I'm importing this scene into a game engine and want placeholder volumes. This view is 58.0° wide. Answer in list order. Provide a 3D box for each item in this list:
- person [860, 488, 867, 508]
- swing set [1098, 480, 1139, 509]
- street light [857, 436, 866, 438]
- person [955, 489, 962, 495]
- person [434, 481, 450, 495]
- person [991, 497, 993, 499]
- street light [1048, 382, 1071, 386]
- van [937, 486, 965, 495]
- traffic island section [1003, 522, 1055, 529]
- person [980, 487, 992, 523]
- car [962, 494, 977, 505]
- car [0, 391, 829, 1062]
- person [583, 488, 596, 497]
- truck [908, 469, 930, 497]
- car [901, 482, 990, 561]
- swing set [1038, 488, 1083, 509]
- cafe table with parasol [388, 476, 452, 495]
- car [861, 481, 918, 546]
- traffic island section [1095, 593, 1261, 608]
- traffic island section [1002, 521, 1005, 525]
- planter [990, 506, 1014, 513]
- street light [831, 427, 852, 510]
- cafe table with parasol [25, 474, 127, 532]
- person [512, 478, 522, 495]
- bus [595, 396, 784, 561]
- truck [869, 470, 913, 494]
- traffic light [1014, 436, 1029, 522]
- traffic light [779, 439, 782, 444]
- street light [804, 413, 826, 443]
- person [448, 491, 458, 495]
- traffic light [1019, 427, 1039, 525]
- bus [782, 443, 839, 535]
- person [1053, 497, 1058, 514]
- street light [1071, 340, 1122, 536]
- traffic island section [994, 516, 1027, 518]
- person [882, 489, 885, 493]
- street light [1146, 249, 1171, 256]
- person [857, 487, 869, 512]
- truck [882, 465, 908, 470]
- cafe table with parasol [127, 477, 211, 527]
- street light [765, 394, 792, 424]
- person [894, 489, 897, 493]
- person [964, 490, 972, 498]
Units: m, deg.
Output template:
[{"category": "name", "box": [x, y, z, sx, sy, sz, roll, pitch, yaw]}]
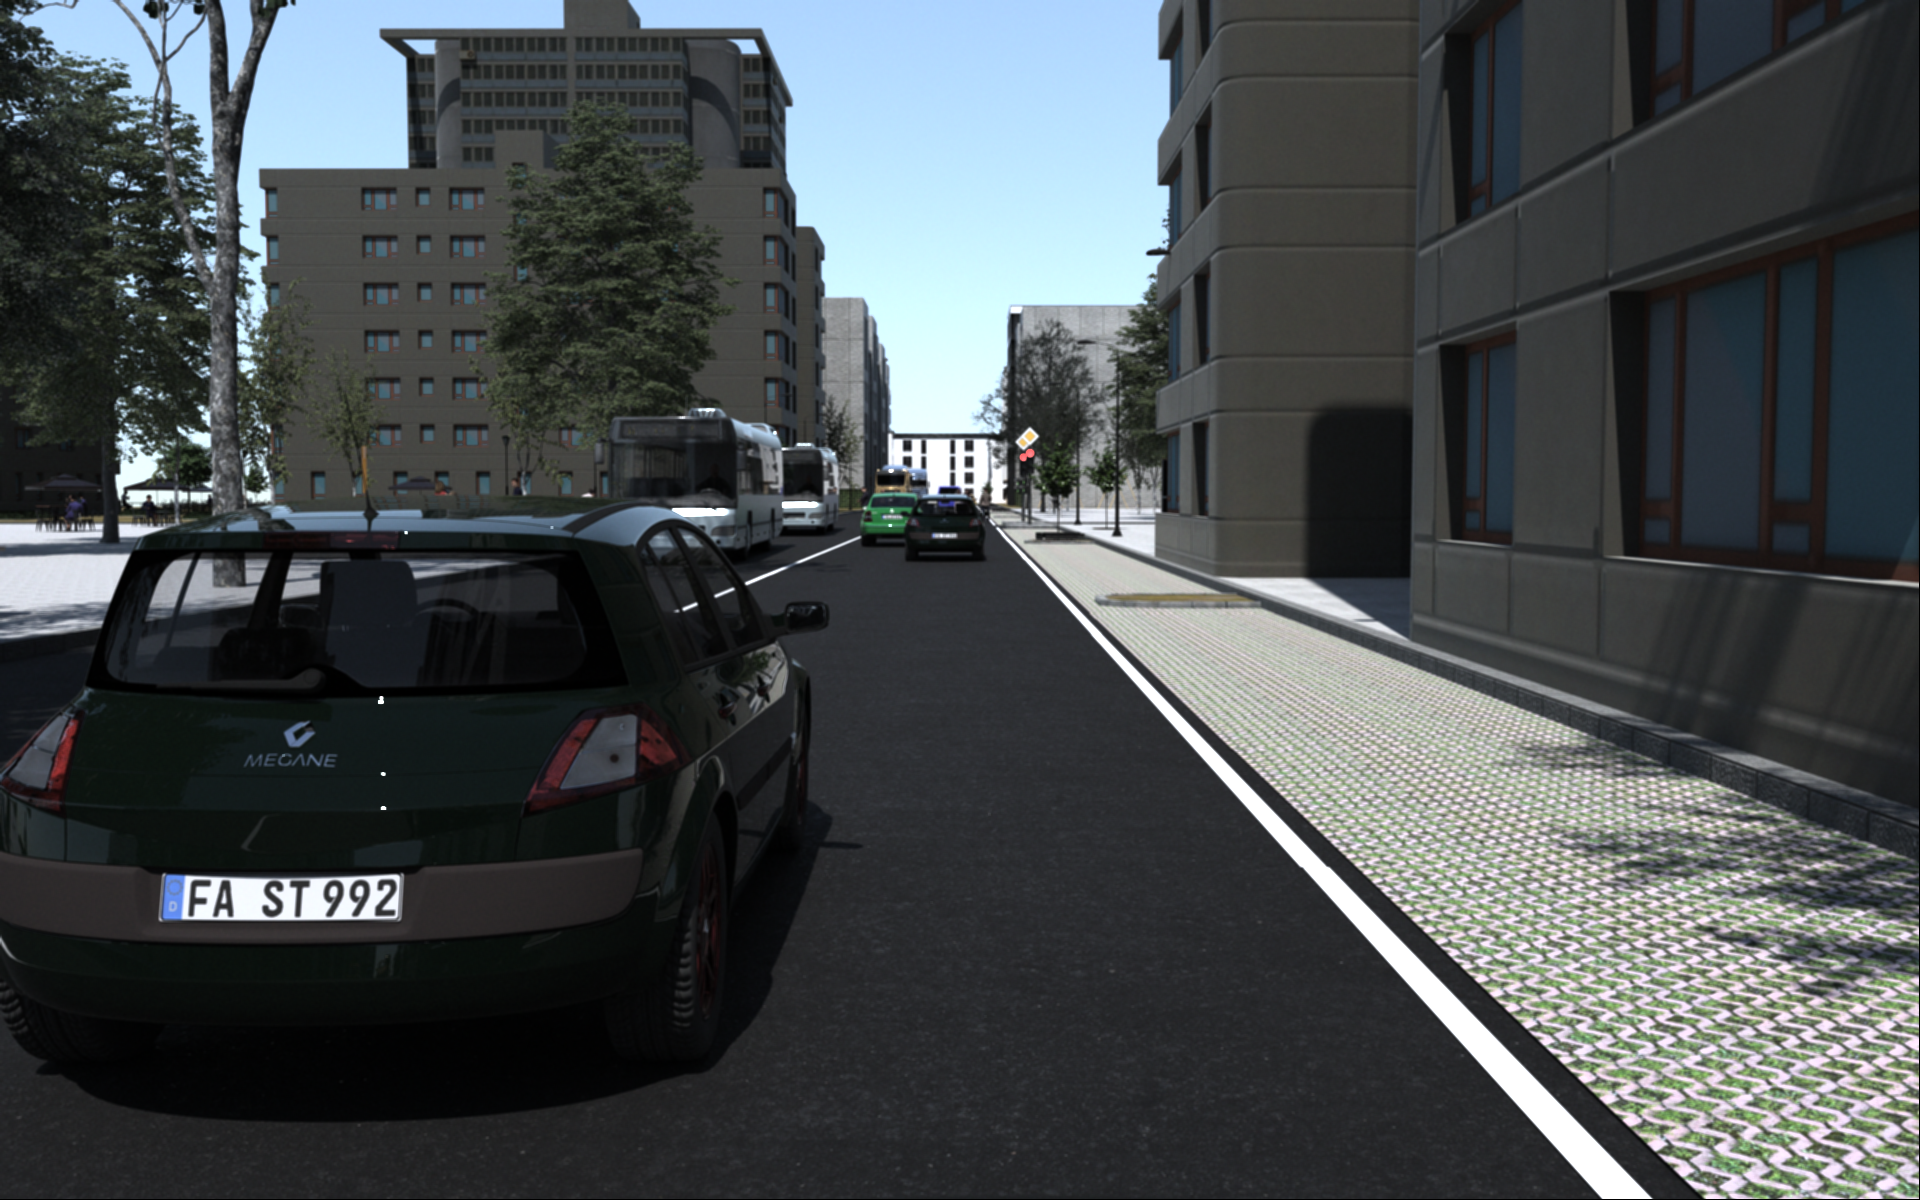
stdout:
[{"category": "person", "box": [-5.450, -5.456, 98.254, 0.434, 1.755, 0.990, 0, 3, 0]}, {"category": "swing set", "box": [13.916, -9.404, 151.372, 2.862, 2.851, 3.119, -1, 4, -16]}, {"category": "street light", "box": [-8.305, -10.217, 139.591, 1.470, 5.913, 1.316, 0, 4, 0]}, {"category": "person", "box": [-0.080, -5.463, 98.485, 0.551, 1.740, 0.621, -2, 4, -28]}, {"category": "person", "box": [-13.167, -2.229, 44.196, 0.444, 1.614, 0.593, -3, 5, -41]}, {"category": "person", "box": [3.058, -11.645, 198.992, 1.348, 1.812, 0.705, 1, 4, 12]}, {"category": "street light", "box": [4.370, -6.085, 72.028, 1.470, 5.913, 1.316, 0, 4, 0]}, {"category": "van", "box": [-0.762, -8.142, 137.511, 2.240, 2.365, 5.245, 0, 4, 2]}, {"category": "traffic island section", "box": [2.937, -3.069, 72.457, 2.009, 0.180, 2.903, 0, 4, 0]}, {"category": "person", "box": [1.267, -4.690, 85.704, 0.617, 1.759, 0.750, 0, 4, -1]}, {"category": "car", "box": [0.690, -9.639, 167.818, 2.015, 1.641, 3.980, 0, 4, -1]}, {"category": "car", "box": [-1.477, 0.246, 5.768, 2.009, 1.686, 4.222, 0, 4, 0]}, {"category": "person", "box": [-10.342, -2.366, 47.919, 0.628, 1.438, 0.799, 0, 4, 4]}, {"category": "truck", "box": [-4.774, -12.216, 189.492, 2.967, 4.110, 18.799, 0, 4, -1]}, {"category": "car", "box": [-0.331, -1.751, 38.418, 2.009, 1.686, 4.222, 0, 3, 0]}, {"category": "swing set", "box": [8.873, -9.570, 154.094, 2.862, 2.851, 3.119, -3, 4, -36]}, {"category": "cafe table with parasol", "box": [-20.750, -3.780, 66.662, 2.610, 1.966, 2.610, -2, 4, -34]}, {"category": "car", "box": [-1.814, -2.450, 48.847, 1.959, 1.807, 4.718, 0, 4, 0]}, {"category": "traffic island section", "box": [2.776, 0.018, 22.575, 1.991, 0.108, 1.994, 0, 4, 0]}, {"category": "traffic island section", "box": [2.963, -3.557, 80.442, 2.009, 0.180, 2.903, 0, 4, 0]}, {"category": "planter", "box": [3.126, -6.794, 132.214, 1.991, 0.319, 1.994, 0, 4, 0]}, {"category": "street light", "box": [-8.306, -8.968, 119.162, 1.470, 5.913, 1.316, 0, 4, 0]}, {"category": "cafe table with parasol", "box": [-30.592, -3.320, 59.154, 2.610, 1.966, 2.610, 1, 4, 10]}, {"category": "person", "box": [-12.803, -2.634, 49.811, 0.504, 1.737, 0.576, -2, 4, -34]}, {"category": "bus", "box": [-5.869, -2.761, 40.006, 2.948, 3.499, 13.247, 0, 4, -1]}, {"category": "truck", "box": [-5.394, -8.854, 140.680, 3.469, 3.379, 9.791, 0, 4, 1]}, {"category": "traffic light", "box": [2.923, -5.591, 80.328, 0.839, 4.253, 0.868, 0, 4, 0]}, {"category": "traffic light", "box": [-8.599, -5.592, 80.349, 0.839, 4.253, 0.868, 0, 4, 0]}, {"category": "street light", "box": [-8.370, -7.775, 99.655, 1.470, 5.913, 1.316, 0, 4, 0]}, {"category": "person", "box": [-11.853, -1.868, 40.491, 0.340, 1.345, 0.435, -2, 4, -30]}, {"category": "traffic light", "box": [2.897, -5.102, 72.343, 0.839, 4.253, 0.868, 0, 4, 0]}, {"category": "bus", "box": [-6.045, -4.234, 64.078, 2.948, 3.499, 13.247, 0, 4, -1]}, {"category": "person", "box": [6.133, -6.359, 110.737, 0.841, 1.734, 0.376, 1, 4, 17]}, {"category": "street light", "box": [4.225, -4.883, 52.386, 1.470, 5.913, 1.316, 0, 4, 0]}, {"category": "traffic island section", "box": [3.039, -5.040, 105.277, 1.991, 0.108, 1.994, 0, 4, 0]}, {"category": "person", "box": [-4.946, -6.267, 111.522, 0.990, 1.755, 0.434, 2, 4, 27]}, {"category": "street light", "box": [4.222, -3.696, 32.970, 1.470, 5.913, 1.316, 0, 4, 0]}, {"category": "person", "box": [-4.561, -4.436, 81.483, 0.568, 1.767, 0.683, -1, 4, -19]}, {"category": "truck", "box": [-5.991, -10.864, 167.389, 2.967, 4.110, 18.799, 0, 4, 0]}, {"category": "cafe table with parasol", "box": [-31.602, -3.873, 68.181, 2.610, 1.966, 2.610, 1, 4, 12]}, {"category": "street light", "box": [-8.449, -6.587, 80.240, 1.470, 5.913, 1.316, 0, 4, 0]}, {"category": "person", "box": [-3.869, -5.783, 103.764, 0.576, 1.737, 0.504, 3, 4, 38]}, {"category": "person", "box": [0.289, -4.252, 79.495, 0.415, 1.643, 0.593, 3, 5, 39]}]
